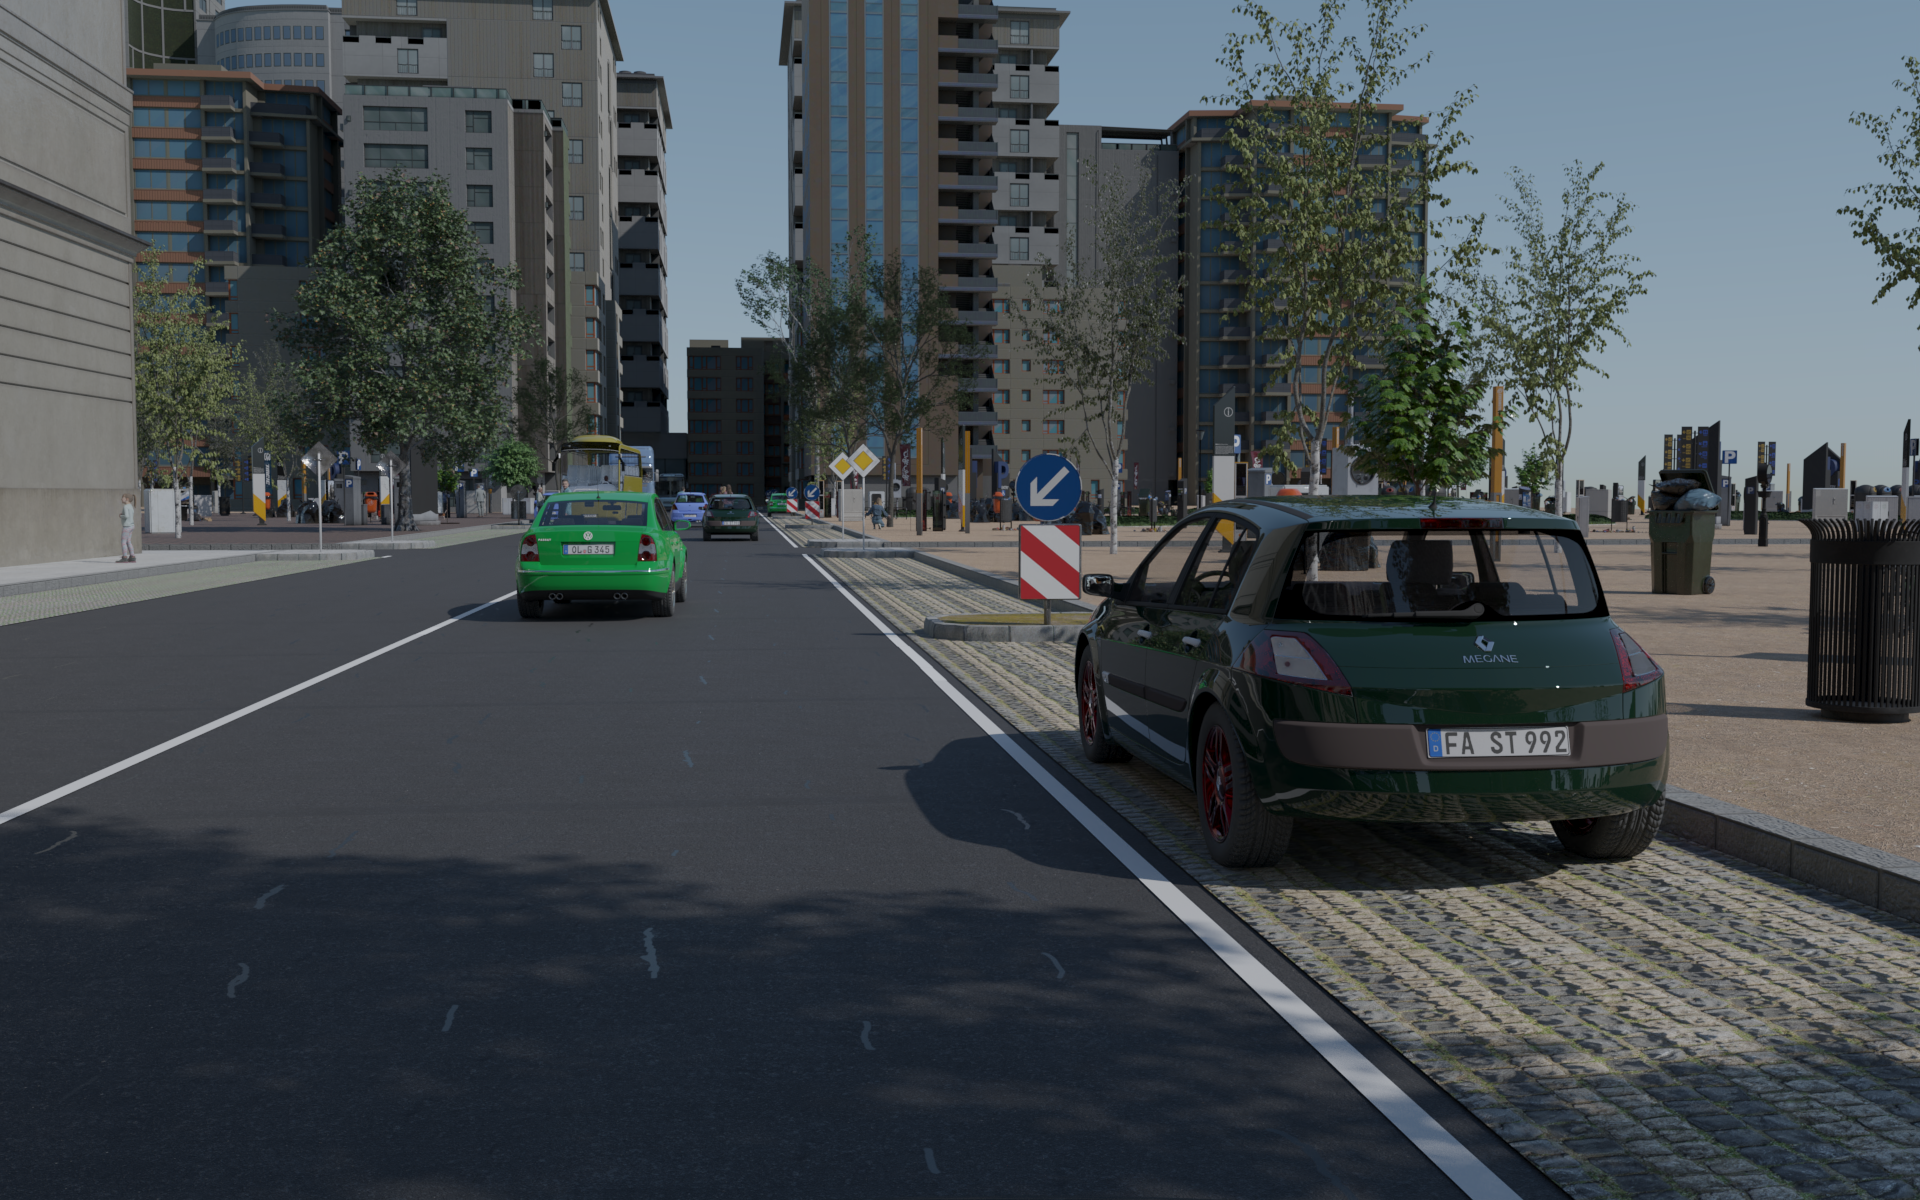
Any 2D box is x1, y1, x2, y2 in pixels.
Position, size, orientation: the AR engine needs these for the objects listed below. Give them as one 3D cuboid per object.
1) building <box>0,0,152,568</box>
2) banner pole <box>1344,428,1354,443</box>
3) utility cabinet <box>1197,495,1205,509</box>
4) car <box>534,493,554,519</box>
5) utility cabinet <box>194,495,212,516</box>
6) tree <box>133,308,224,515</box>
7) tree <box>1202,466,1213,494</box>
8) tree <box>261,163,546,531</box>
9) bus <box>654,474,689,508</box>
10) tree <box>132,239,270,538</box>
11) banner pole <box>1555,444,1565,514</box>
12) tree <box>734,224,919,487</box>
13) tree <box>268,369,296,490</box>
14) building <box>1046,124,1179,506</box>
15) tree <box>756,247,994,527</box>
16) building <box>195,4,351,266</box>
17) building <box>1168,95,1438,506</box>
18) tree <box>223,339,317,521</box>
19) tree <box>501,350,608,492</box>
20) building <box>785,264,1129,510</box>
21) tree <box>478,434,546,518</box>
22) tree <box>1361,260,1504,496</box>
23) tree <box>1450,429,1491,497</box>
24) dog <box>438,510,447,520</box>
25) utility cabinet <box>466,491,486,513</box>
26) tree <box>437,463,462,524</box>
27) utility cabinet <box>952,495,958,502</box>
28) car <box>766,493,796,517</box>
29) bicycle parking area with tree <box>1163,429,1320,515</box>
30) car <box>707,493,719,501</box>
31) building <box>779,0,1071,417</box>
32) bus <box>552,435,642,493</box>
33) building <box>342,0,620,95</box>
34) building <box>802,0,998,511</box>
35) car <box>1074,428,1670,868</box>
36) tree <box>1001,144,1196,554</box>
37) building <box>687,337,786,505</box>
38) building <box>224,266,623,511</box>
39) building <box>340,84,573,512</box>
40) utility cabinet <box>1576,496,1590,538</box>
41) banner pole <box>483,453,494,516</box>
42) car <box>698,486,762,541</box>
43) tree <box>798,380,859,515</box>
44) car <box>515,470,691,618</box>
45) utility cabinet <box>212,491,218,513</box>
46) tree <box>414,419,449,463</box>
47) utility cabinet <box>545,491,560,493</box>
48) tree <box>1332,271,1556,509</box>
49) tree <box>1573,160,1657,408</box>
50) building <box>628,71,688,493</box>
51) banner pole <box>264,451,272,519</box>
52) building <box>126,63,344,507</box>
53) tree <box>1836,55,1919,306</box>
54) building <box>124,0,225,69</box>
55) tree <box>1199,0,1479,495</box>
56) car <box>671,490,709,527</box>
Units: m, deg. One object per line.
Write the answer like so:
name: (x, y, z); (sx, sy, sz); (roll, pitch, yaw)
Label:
building: (-30.852, -11.890, 27.689); (30.059, 22.955, 16.112); (0, 4, -7)
banner pole: (13.288, -4.239, 59.323); (0.401, 3.779, 0.863); (3, 5, 39)
utility cabinet: (13.275, -5.164, 95.588); (0.306, 1.237, 1.020); (1, 4, 14)
car: (-20.239, -4.706, 86.530); (1.945, 1.707, 3.694); (0, 4, -6)
utility cabinet: (-43.833, -5.443, 100.161); (0.306, 1.237, 1.020); (3, 5, 39)
tree: (-30.987, -7.043, 65.508); (4.360, 8.622, 3.978); (0, 3, 0)
tree: (17.049, -7.531, 117.732); (1.663, 3.219, 1.824); (0, 3, 0)
tree: (-19.338, -8.753, 60.125); (9.611, 12.733, 9.660); (0, 3, 0)
bus: (-25.521, -9.683, 153.180); (2.948, 3.499, 13.247); (-1, 4, -9)
tree: (-22.676, -6.093, 49.986); (4.737, 8.622, 4.395); (0, 3, 0)
banner pole: (30.173, -5.938, 87.110); (0.401, 3.779, 0.863); (-1, 4, -15)
tree: (-8.687, -16.194, 120.663); (12.611, 20.169, 13.585); (0, 3, 0)
tree: (-39.684, -9.080, 98.825); (4.737, 8.622, 4.395); (0, 3, 0)
building: (16.119, -31.304, 195.407); (14.086, 41.232, 14.154); (0, 4, -7)
tree: (-2.783, -8.078, 66.483); (8.767, 10.594, 7.601); (0, 4, 7)
building: (-75.003, -40.746, 208.202); (28.212, 58.520, 21.231); (0, 4, -7)
building: (37.982, -32.967, 193.628); (28.867, 44.769, 22.147); (0, 4, -7)
tree: (-31.920, -8.042, 81.843); (4.360, 8.622, 3.978); (0, 3, 0)
tree: (-26.493, -10.906, 112.731); (7.601, 10.594, 8.767); (-1, 4, -14)
building: (-1.402, -19.158, 158.277); (27.650, 21.520, 28.899); (0, 4, -7)
tree: (-23.694, -6.627, 92.057); (4.285, 4.588, 4.351); (0, 3, 0)
tree: (14.883, -6.375, 54.597); (4.360, 8.622, 3.978); (0, 3, 0)
tree: (23.034, -5.914, 80.401); (4.285, 4.588, 4.351); (0, 3, 0)
dog: (-25.737, -4.217, 85.783); (0.406, 0.507, 0.540); (1, 4, 22)
utility cabinet: (-31.903, -6.452, 114.177); (1.173, 1.500, 0.318); (0, 3, 0)
tree: (-22.172, -4.910, 74.882); (1.663, 3.219, 1.824); (0, 3, 0)
utility cabinet: (0.028, -5.601, 102.738); (1.020, 1.237, 0.306); (1, 4, 19)
car: (-11.310, -6.165, 109.590); (1.959, 1.807, 4.718); (0, 4, -7)
bicycle parking area with tree: (13.123, -5.459, 76.258); (8.231, 4.147, 9.016); (2, 4, 27)
car: (-23.393, -9.681, 167.332); (2.155, 1.783, 4.494); (0, 4, -7)
building: (-4.542, -36.471, 185.531); (28.713, 52.752, 27.495); (0, 4, -7)
bus: (-15.629, -5.154, 75.809); (2.896, 3.916, 12.252); (0, 4, -6)
building: (-49.471, -36.102, 179.509); (27.495, 52.752, 28.713); (0, 4, -7)
building: (-5.097, -29.681, 135.398); (14.600, 45.320, 14.200); (0, 4, -7)
car: (1.658, 0.103, 8.097); (2.009, 1.686, 4.222); (0, 4, -7)
tree: (3.195, -5.296, 36.947); (4.360, 8.622, 3.978); (0, 3, 0)
building: (-19.509, -22.886, 219.227); (28.899, 21.520, 27.650); (0, 4, -7)
building: (-43.708, -18.490, 147.358); (27.650, 21.520, 28.899); (0, 4, -7)
building: (-36.158, -21.695, 126.409); (14.160, 30.474, 14.107); (0, 4, -7)
utility cabinet: (18.493, -2.467, 51.494); (0.306, 1.237, 1.020); (1, 4, 14)
banner pole: (-27.757, -6.854, 102.076); (0.863, 3.779, 0.401); (2, 4, 34)
car: (-7.166, -2.709, 54.082); (2.009, 1.686, 4.222); (0, 4, -8)
tree: (-7.690, -9.424, 104.450); (4.737, 8.622, 4.395); (0, 3, 0)
car: (-4.361, -0.776, 21.488); (1.959, 1.807, 4.718); (0, 4, -6)
utility cabinet: (-49.370, -6.497, 114.912); (0.318, 1.500, 1.173); (-2, 4, -30)
tree: (-33.071, -9.629, 107.790); (4.360, 8.622, 3.978); (0, 3, 0)
utility cabinet: (-25.630, -6.143, 109.120); (1.173, 1.500, 0.318); (2, 4, 29)
tree: (4.115, -1.252, 15.078); (1.663, 3.219, 1.824); (0, 3, 0)
tree: (12.812, -5.335, 37.583); (4.737, 8.622, 4.395); (0, 3, 0)
building: (-47.814, -38.323, 215.821); (27.495, 52.752, 28.713); (0, 4, -7)
banner pole: (-35.127, -5.968, 87.594); (0.401, 3.779, 0.863); (2, 4, 25)
building: (-77.857, -32.107, 179.574); (28.867, 44.769, 22.147); (0, 4, -7)
tree: (16.290, -4.728, 27.662); (4.737, 8.622, 4.395); (0, 3, 0)
building: (-99.854, -46.872, 204.616); (20.611, 71.187, 20.563); (0, 4, -7)
tree: (5.162, -4.523, 24.312); (4.737, 8.622, 4.395); (0, 3, 0)
car: (-11.667, -4.032, 75.507); (1.945, 1.707, 3.694); (0, 4, -5)
